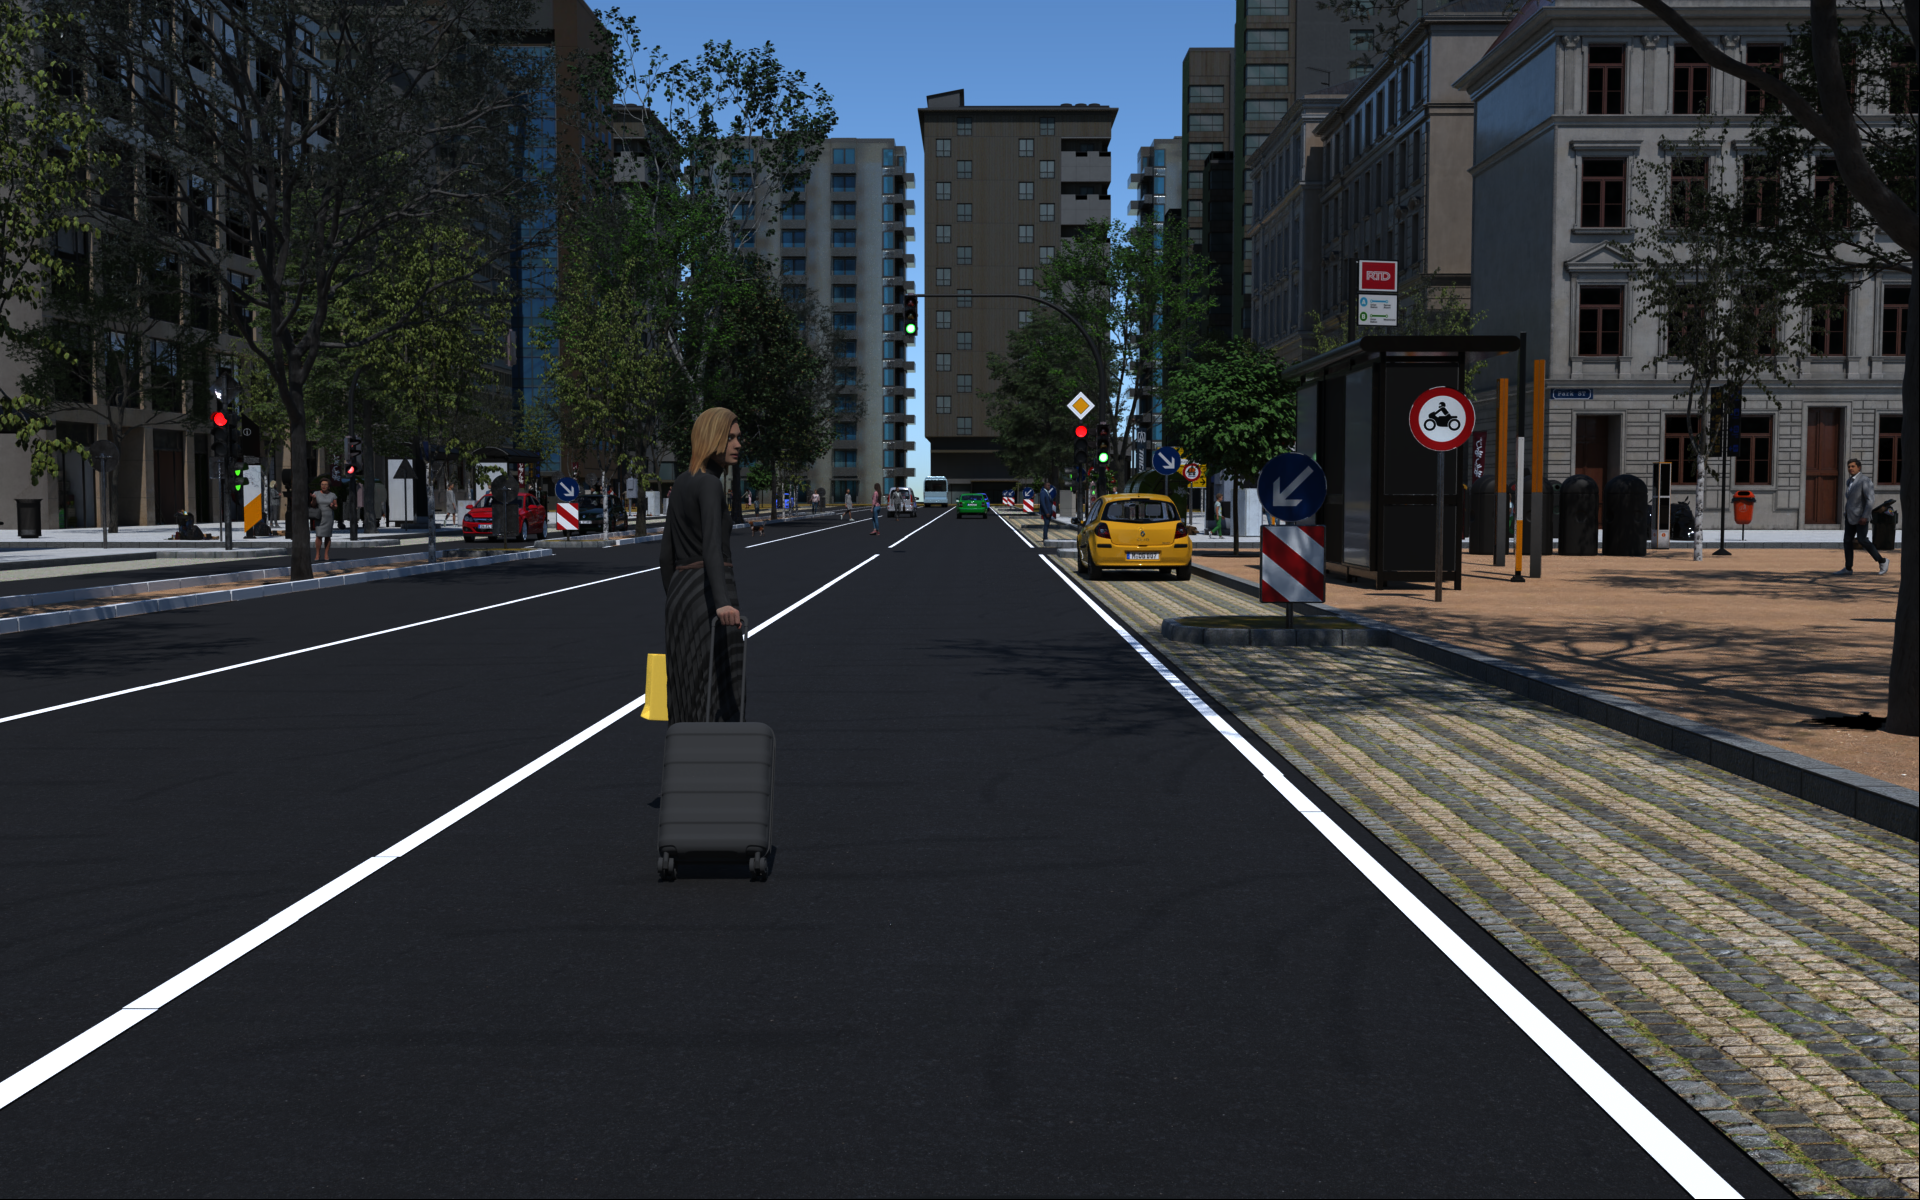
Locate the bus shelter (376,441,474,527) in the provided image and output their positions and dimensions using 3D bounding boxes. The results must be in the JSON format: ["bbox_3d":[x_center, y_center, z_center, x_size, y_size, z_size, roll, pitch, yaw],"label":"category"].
[{"bbox_3d":[-21.386,-4.609,69.285,2.014,3.302,5.546,0,4,1],"label":"bus shelter"}]

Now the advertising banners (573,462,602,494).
[{"bbox_3d":[-20.195,-5.957,93.585,2.074,3.025,0.090,2,4,27],"label":"advertising banners"}]

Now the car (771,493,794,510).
[{"bbox_3d":[-15.590,-8.742,152.516,1.945,1.707,3.694,0,3,0],"label":"car"}]

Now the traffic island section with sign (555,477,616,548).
[{"bbox_3d":[-10.572,-2.397,47.324,2.006,1.907,1.989,0,4,1],"label":"traffic island section with sign"}]

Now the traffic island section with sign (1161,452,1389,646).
[{"bbox_3d":[3.043,-0.522,17.169,1.989,1.847,2.006,0,4,1],"label":"traffic island section with sign"}]

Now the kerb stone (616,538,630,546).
[{"bbox_3d":[-9.522,-1.621,48.698,0.120,0.150,1.000,0,4,1],"label":"kerb stone"}]

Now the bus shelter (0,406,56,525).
[{"bbox_3d":[-21.940,-2.658,37.382,2.014,3.302,5.546,0,4,1],"label":"bus shelter"}]

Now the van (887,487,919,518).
[{"bbox_3d":[-3.558,-6.101,106.767,2.013,2.044,4.112,0,4,2],"label":"van"}]

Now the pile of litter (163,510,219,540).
[{"bbox_3d":[-21.595,-2.123,48.677,1.719,0.858,1.176,3,4,37],"label":"pile of litter"}]

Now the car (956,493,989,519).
[{"bbox_3d":[0.715,-5.677,101.621,1.959,1.807,4.718,0,4,1],"label":"car"}]

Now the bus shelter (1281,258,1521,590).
[{"bbox_3d":[6.401,-3.031,27.195,2.179,5.291,8.768,0,4,1],"label":"bus shelter"}]

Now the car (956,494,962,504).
[{"bbox_3d":[0.668,-8.991,158.804,2.131,1.459,4.920,0,4,2],"label":"car"}]

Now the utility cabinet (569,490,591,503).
[{"bbox_3d":[-20.338,-5.128,92.522,1.173,1.500,0.318,-2,4,-28],"label":"utility cabinet"}]

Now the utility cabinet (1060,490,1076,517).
[{"bbox_3d":[6.067,-5.423,97.337,0.318,1.500,1.173,-2,4,-32],"label":"utility cabinet"}]

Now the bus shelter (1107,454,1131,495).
[{"bbox_3d":[9.003,-6.767,101.922,1.731,3.624,6.357,0,4,0],"label":"bus shelter"}]

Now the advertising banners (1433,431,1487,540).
[{"bbox_3d":[14.043,-3.218,48.800,0.090,3.025,2.074,-2,4,-29],"label":"advertising banners"}]

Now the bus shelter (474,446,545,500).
[{"bbox_3d":[-19.933,-5.030,76.165,2.014,3.302,5.546,0,4,1],"label":"bus shelter"}]

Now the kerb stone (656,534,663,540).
[{"bbox_3d":[-9.474,-1.934,53.818,0.120,0.150,1.000,0,4,1],"label":"kerb stone"}]

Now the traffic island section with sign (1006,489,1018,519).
[{"bbox_3d":[3.816,-5.598,100.155,1.989,1.847,2.006,0,4,1],"label":"traffic island section with sign"}]

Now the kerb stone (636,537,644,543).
[{"bbox_3d":[-9.499,-1.744,50.745,0.120,0.150,1.000,0,4,1],"label":"kerb stone"}]

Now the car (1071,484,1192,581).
[{"bbox_3d":[2.962,-1.207,29.959,2.015,1.641,3.980,0,3,0],"label":"car"}]

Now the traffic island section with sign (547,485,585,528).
[{"bbox_3d":[-16.161,-3.930,72.891,1.989,1.847,2.006,0,4,1],"label":"traffic island section with sign"}]

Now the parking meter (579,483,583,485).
[{"bbox_3d":[-19.620,-5.120,89.418,0.255,1.863,0.399,1,4,13],"label":"parking meter"}]

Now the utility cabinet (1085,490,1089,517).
[{"bbox_3d":[7.214,-5.251,94.540,0.318,1.500,1.173,2,4,32],"label":"utility cabinet"}]

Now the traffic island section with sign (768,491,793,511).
[{"bbox_3d":[-15.447,-8.615,149.477,1.989,1.847,2.006,0,4,1],"label":"traffic island section with sign"}]

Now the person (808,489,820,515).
[{"bbox_3d":[-9.628,-6.415,114.051,0.731,1.740,0.598,-1,4,-15],"label":"person"}]

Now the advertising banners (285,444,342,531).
[{"bbox_3d":[-22.533,-3.936,60.540,2.074,3.025,0.090,-3,4,-38],"label":"advertising banners"}]

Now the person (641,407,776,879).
[{"bbox_3d":[-1.060,0.102,7.045,0.699,1.804,1.509,0,4,0],"label":"person"}]

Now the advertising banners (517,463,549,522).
[{"bbox_3d":[-19.689,-5.113,79.782,2.074,3.025,0.090,2,4,34],"label":"advertising banners"}]

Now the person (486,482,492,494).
[{"bbox_3d":[-15.035,-2.887,55.727,0.581,1.822,0.654,1,4,12],"label":"person"}]

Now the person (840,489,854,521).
[{"bbox_3d":[-6.080,-5.155,93.529,0.760,1.731,0.466,0,4,-3],"label":"person"}]

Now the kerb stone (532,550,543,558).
[{"bbox_3d":[-9.612,-1.025,38.954,0.120,0.150,1.000,0,4,1],"label":"kerb stone"}]

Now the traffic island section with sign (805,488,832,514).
[{"bbox_3d":[-9.885,-6.992,122.460,2.006,1.907,1.989,0,4,1],"label":"traffic island section with sign"}]

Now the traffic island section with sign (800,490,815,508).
[{"bbox_3d":[-15.201,-10.263,176.431,1.989,1.847,2.006,0,4,1],"label":"traffic island section with sign"}]

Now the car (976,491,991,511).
[{"bbox_3d":[1.596,-8.208,143.791,1.945,1.707,3.694,0,4,-1],"label":"car"}]

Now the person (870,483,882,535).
[{"bbox_3d":[-2.931,-3.189,60.646,0.388,1.821,0.555,1,4,16],"label":"person"}]

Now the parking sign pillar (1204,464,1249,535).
[{"bbox_3d":[8.414,-4.033,54.414,1.447,3.967,1.447,0,4,-2],"label":"parking sign pillar"}]

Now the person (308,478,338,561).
[{"bbox_3d":[-13.638,-1.717,36.930,0.716,1.782,0.532,-2,4,-24],"label":"person"}]

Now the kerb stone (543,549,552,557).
[{"bbox_3d":[-9.598,-1.088,39.983,0.120,0.150,1.000,0,4,1],"label":"kerb stone"}]

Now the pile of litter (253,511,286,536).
[{"bbox_3d":[-21.250,-2.395,53.116,1.176,0.858,1.719,-2,4,-29],"label":"pile of litter"}]

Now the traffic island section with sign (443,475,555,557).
[{"bbox_3d":[-10.650,-1.944,39.918,2.006,1.907,1.989,0,4,1],"label":"traffic island section with sign"}]

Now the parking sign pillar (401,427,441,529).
[{"bbox_3d":[-20.038,-4.637,64.283,1.447,3.967,1.447,-1,4,-23],"label":"parking sign pillar"}]

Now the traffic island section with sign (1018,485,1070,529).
[{"bbox_3d":[3.550,-3.884,72.133,1.989,1.847,2.006,0,4,1],"label":"traffic island section with sign"}]

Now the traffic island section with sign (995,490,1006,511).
[{"bbox_3d":[4.266,-8.603,149.285,1.989,1.847,2.006,0,4,1],"label":"traffic island section with sign"}]

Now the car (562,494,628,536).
[{"bbox_3d":[-12.738,-3.102,60.503,2.009,1.686,4.222,0,4,-1],"label":"car"}]

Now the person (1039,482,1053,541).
[{"bbox_3d":[2.544,-2.594,51.089,0.419,1.800,0.721,1,4,11],"label":"person"}]

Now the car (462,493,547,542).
[{"bbox_3d":[-13.851,-2.677,52.807,2.155,1.783,4.494,0,4,-1],"label":"car"}]

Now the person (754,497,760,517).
[{"bbox_3d":[-11.534,-5.202,98.231,0.332,1.250,0.352,0,4,8],"label":"person"}]

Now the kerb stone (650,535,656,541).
[{"bbox_3d":[-9.488,-1.870,52.796,0.120,0.150,1.000,0,4,1],"label":"kerb stone"}]

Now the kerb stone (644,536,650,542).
[{"bbox_3d":[-9.496,-1.809,51.773,0.120,0.150,1.000,0,4,1],"label":"kerb stone"}]

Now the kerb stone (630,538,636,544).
[{"bbox_3d":[-9.522,-1.683,49.720,0.120,0.150,1.000,0,4,1],"label":"kerb stone"}]
